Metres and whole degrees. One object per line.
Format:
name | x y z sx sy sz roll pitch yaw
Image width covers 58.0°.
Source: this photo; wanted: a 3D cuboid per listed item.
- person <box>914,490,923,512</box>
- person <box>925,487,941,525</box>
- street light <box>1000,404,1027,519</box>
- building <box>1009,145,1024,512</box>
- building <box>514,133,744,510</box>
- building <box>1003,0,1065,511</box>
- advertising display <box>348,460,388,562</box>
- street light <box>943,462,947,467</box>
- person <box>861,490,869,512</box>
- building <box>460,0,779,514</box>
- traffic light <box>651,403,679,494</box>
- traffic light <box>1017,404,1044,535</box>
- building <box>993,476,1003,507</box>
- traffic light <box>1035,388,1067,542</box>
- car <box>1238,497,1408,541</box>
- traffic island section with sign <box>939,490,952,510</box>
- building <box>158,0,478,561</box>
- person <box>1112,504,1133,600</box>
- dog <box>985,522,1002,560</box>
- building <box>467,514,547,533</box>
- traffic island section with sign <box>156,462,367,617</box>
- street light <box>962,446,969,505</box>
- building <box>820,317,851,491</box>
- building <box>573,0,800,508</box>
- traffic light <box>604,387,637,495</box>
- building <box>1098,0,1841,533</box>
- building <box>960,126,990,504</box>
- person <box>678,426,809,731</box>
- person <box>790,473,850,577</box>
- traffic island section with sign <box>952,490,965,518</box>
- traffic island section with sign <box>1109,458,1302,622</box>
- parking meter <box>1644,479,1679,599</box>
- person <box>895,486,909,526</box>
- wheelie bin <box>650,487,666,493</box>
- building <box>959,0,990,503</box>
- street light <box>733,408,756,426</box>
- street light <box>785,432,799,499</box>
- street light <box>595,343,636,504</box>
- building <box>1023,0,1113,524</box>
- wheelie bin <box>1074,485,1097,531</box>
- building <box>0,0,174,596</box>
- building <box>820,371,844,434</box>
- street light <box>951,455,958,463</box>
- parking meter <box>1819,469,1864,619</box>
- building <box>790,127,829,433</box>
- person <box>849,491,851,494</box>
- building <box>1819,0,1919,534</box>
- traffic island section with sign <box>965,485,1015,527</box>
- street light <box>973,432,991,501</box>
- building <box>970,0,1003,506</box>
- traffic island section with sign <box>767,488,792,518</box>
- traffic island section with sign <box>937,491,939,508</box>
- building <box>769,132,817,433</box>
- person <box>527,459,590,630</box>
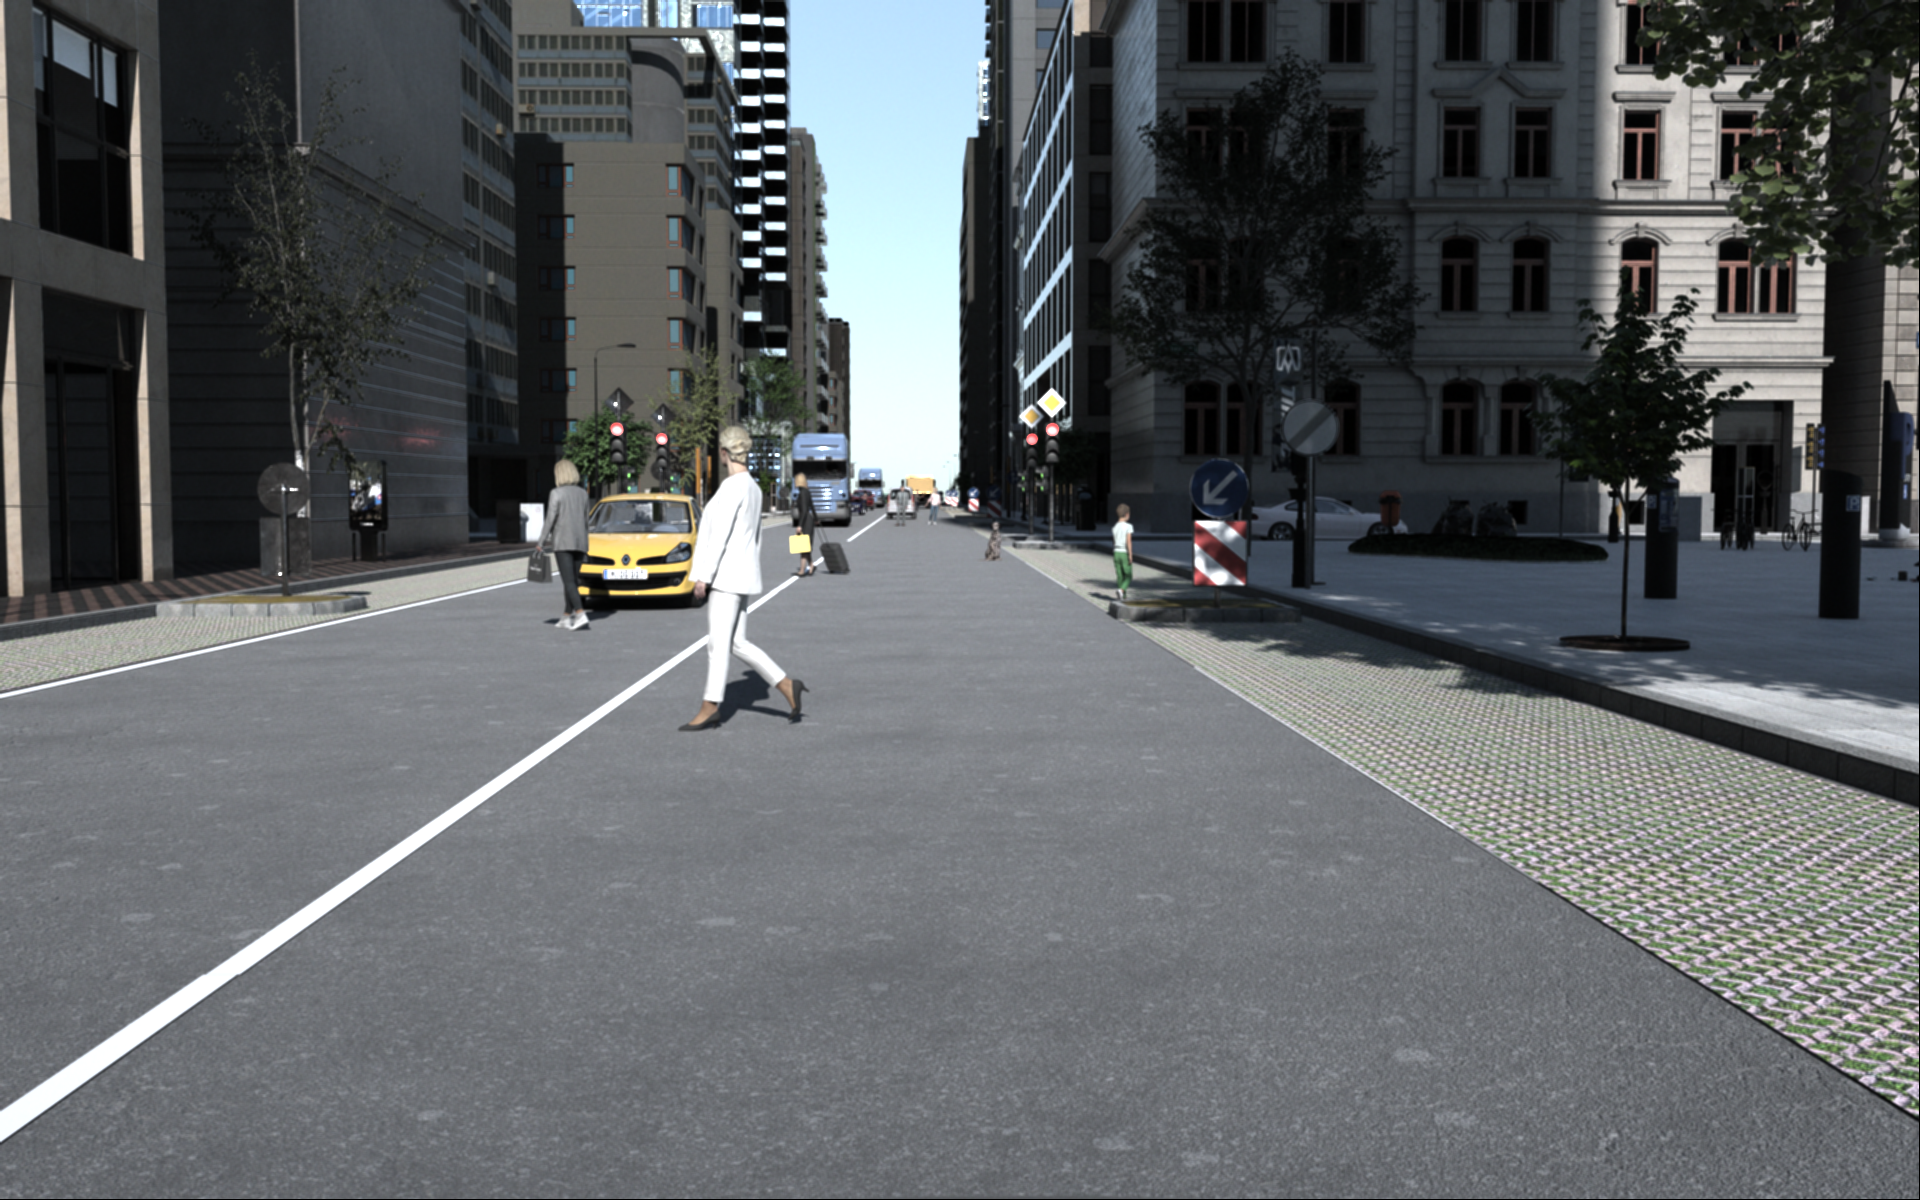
person | -3.377 -8.143 142.174 0.750 1.759 0.617 -1 4 -21
person | -1.306 -4.418 81.411 0.731 1.740 0.598 -2 4 -26
street light | 2.754 -7.175 89.859 1.470 5.913 1.316 0 4 -1
building | 10.684 -20.366 118.880 13.634 28.700 20.117 0 4 -1
building | -27.732 -15.572 99.645 27.650 21.520 28.899 0 4 -1
building | 14.097 -36.877 144.943 21.231 58.520 28.212 0 4 -1
advertising display | -11.215 -1.689 32.824 0.974 1.923 0.123 2 4 32
street light | -1.272 -16.886 248.631 1.470 5.913 1.316 0 4 -1
person | -7.709 -7.968 139.488 0.721 1.736 1.217 2 4 31
building | -31.364 -27.397 139.815 32.217 40.220 23.993 0 4 -1
traffic light | -9.153 -3.954 53.574 0.839 4.253 0.868 0 4 -1
traffic light | 2.204 -3.973 53.878 0.839 4.253 0.868 0 4 -1
building | 19.383 -29.347 171.698 32.217 40.220 23.993 0 4 -1
traffic light | 2.407 -3.485 45.895 0.839 4.253 0.868 0 4 -1
car | 10.365 -2.277 49.593 4.827 1.381 2.083 0 4 -1
traffic island section with sign | -0.626 -8.892 154.008 1.989 1.847 2.006 0 4 -1
building | -24.079 -11.998 37.965 24.055 21.916 13.314 0 4 -1
person | 2.094 -0.588 22.368 0.306 1.304 0.590 1 4 20
dog | 0.630 -1.269 37.578 0.800 0.831 0.513 -2 4 -34
building | -30.398 -22.797 64.614 32.217 40.220 23.993 0 4 -1
traffic island section with sign | -8.367 -0.759 21.033 1.989 1.847 2.006 0 4 -1
street light | 0.898 -11.831 165.982 1.470 5.913 1.316 0 4 -1
building | -24.969 -31.035 279.130 14.160 30.474 14.107 0 4 -1
building | -26.413 -52.224 166.531 22.319 86.520 31.000 0 4 -1
traffic light | -8.950 -3.466 45.592 0.839 4.253 0.868 0 4 -1
building | 17.187 -16.809 62.211 23.554 28.519 14.401 0 4 -1
building | 11.268 -36.750 224.563 21.300 48.544 21.600 0 4 -1
person | -1.318 -0.134 10.562 0.818 1.842 0.514 -1 4 -13
person | -2.484 -1.324 30.364 0.699 1.804 1.509 3 5 40
traffic island section with sign | 0.675 -5.786 103.230 1.989 1.847 2.006 0 4 -1
traffic island section with sign | 2.776 -0.704 20.143 1.989 1.847 2.006 0 4 -1
parking meter | 8.629 -0.788 21.295 0.372 1.533 0.369 0 3 0
person | -2.632 -4.263 78.304 0.635 1.810 0.391 0 4 -2
wheelie bin | -13.888 -4.374 79.426 0.980 1.594 0.693 1 4 19
building | 11.398 -57.325 249.927 22.319 86.520 31.000 0 4 -1
street light | -11.643 -7.382 93.238 1.470 5.913 1.316 0 4 -1
street light | -12.540 -9.628 129.961 1.470 5.913 1.316 0 4 -1
street light | -10.688 -4.953 53.518 1.470 5.913 1.316 0 4 -1
building | 13.997 -17.551 91.476 19.350 26.468 34.151 0 4 -1
wheelie bin | 4.400 -3.239 60.870 0.693 1.594 0.980 -1 4 -20
building | -21.014 -12.450 8.080 19.350 26.468 34.151 0 4 -1
building | -31.660 -25.243 257.764 27.650 21.520 28.899 0 4 -1
street light | -0.116 -14.253 205.571 1.470 5.913 1.316 0 4 -1
parking meter | 9.105 -0.580 17.901 0.372 1.533 0.369 0 3 0
building | -28.801 -37.172 227.365 23.786 49.044 30.456 0 4 -1
person | -12.671 -11.681 199.452 1.348 1.831 0.705 1 4 21
building | 41.556 -16.132 61.021 25.104 27.353 12.463 0 4 -1
traffic island section with sign | 1.356 -4.129 76.131 1.989 1.847 2.006 0 4 -1
street light | 1.730 -9.572 129.036 1.470 5.913 1.316 0 4 -1
building | 11.755 -46.152 192.836 20.563 71.187 20.611 0 4 -1
traffic island section with sign | -10.468 -5.806 103.552 1.989 1.847 2.006 0 4 -1
traffic island section with sign | -1.309 -10.540 180.955 1.989 1.847 2.006 0 4 -1
building | -23.268 -31.032 190.963 14.154 41.232 14.086 0 4 -1
person | -4.193 -0.588 18.305 0.728 1.800 0.709 3 5 44
